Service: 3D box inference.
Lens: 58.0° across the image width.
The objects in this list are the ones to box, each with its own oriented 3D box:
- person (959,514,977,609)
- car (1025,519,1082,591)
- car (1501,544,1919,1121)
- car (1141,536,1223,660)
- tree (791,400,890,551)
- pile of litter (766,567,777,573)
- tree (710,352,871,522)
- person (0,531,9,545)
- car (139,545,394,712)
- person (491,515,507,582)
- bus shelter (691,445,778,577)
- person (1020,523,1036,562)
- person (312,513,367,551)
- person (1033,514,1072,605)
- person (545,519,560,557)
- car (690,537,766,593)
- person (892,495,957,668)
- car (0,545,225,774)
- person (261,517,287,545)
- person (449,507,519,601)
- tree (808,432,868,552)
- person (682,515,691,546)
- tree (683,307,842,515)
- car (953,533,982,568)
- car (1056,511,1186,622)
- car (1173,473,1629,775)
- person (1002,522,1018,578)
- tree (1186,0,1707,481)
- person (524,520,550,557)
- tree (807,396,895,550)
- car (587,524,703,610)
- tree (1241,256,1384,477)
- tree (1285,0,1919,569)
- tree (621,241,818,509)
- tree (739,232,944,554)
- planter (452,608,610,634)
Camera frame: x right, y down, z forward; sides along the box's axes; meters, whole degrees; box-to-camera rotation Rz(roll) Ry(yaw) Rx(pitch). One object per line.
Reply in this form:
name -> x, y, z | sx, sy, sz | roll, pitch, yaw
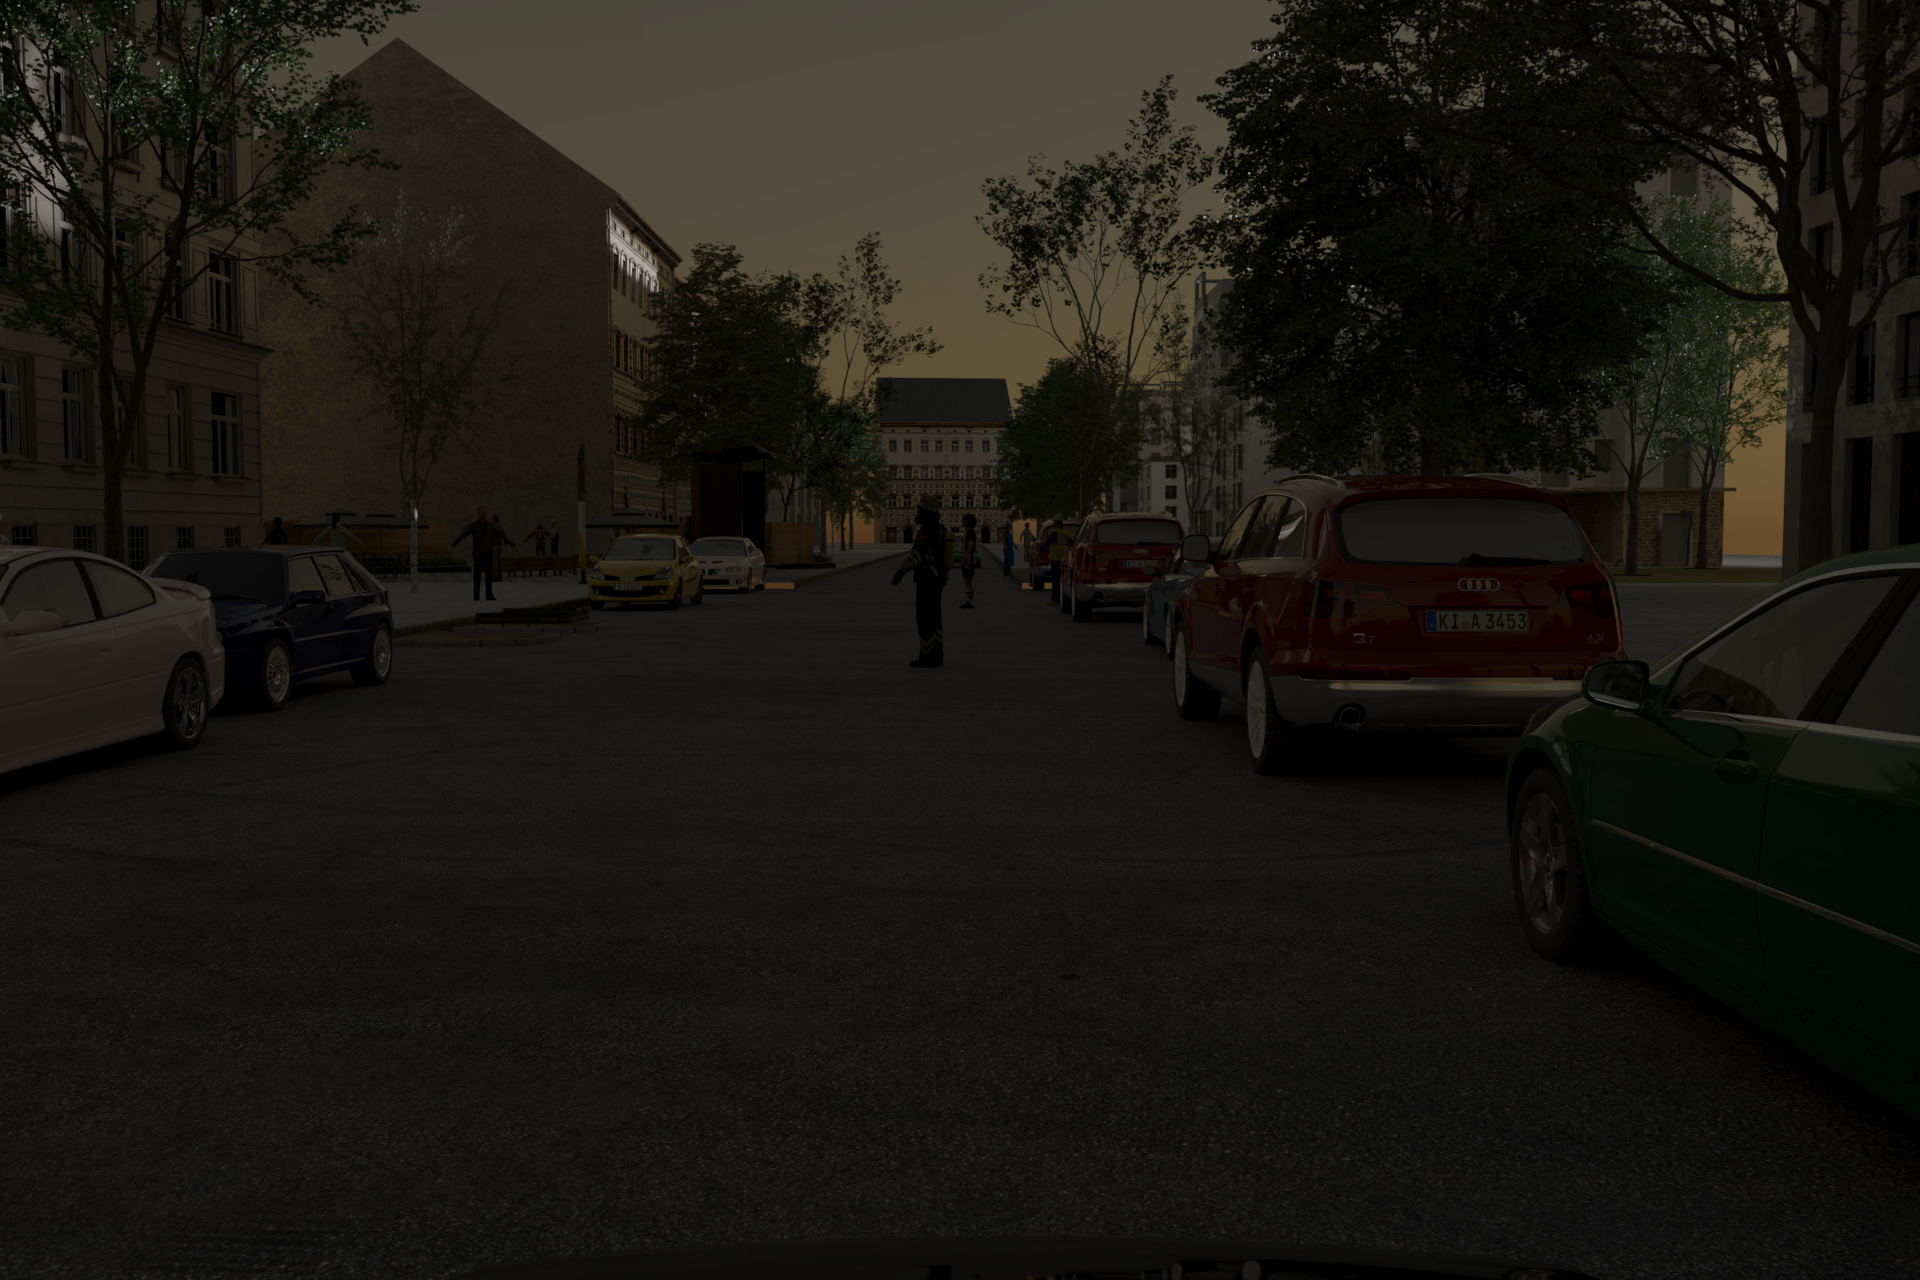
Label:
person -> 0.136, -1.516, 33.390 | 0.704, 1.843, 1.345 | 0, 4, -2
car -> 2.860, -2.245, 45.373 | 2.281, 1.827, 5.304 | 0, 4, 1
car -> 2.872, 0.451, 4.418 | 2.131, 1.459, 4.920 | 0, 4, 0
car -> 3.238, -0.546, 20.923 | 2.014, 1.417, 4.499 | 0, 4, 1
tree -> -8.832, -12.459, 129.456 | 9.928, 11.665, 9.643 | 0, 3, 0
pile of litter -> -6.711, -2.690, 57.941 | 1.176, 0.858, 1.719 | 0, 4, -1
tree -> -9.066, -9.449, 88.910 | 8.767, 10.594, 7.601 | -1, 4, -17
person -> -19.319, -1.556, 34.670 | 0.799, 1.438, 0.628 | 2, 4, 26
car -> -6.348, -0.159, 15.179 | 1.945, 1.354, 3.894 | 0, 4, 0
person -> -12.523, -2.471, 46.670 | 0.705, 1.796, 1.348 | 1, 4, 16
bus shelter -> -6.303, -3.526, 48.928 | 1.731, 3.624, 6.357 | 0, 4, 0
person -> 3.085, -4.445, 78.869 | 0.705, 1.806, 1.347 | 3, 4, 37
person -> -13.418, -1.868, 37.378 | 1.217, 1.735, 0.721 | 0, 4, -2
person -> 1.965, -1.626, 35.009 | 0.705, 1.833, 1.349 | 3, 5, 40
person -> -15.297, -3.630, 65.203 | 0.705, 1.847, 1.347 | 0, 4, 6
car -> -5.970, -1.894, 43.330 | 2.083, 1.381, 4.827 | 0, 4, 1
person -> -0.357, -0.640, 18.701 | 0.705, 1.856, 1.354 | 1, 4, 22
car -> -6.019, 0.135, 10.150 | 2.083, 1.381, 4.827 | 0, 4, 0
person -> -18.716, -2.481, 47.282 | 0.721, 1.740, 1.216 | 1, 4, 10
person -> -9.185, -1.662, 33.356 | 1.348, 1.807, 0.705 | -2, 4, -30
tree -> -8.735, -10.478, 121.685 | 4.737, 8.622, 4.395 | 0, 3, 0
person -> -7.762, -2.647, 49.404 | 0.705, 1.813, 1.348 | 1, 4, 13
tree -> -8.927, -9.324, 78.202 | 9.928, 11.665, 9.643 | 0, 3, 0
car -> -0.017, -4.024, 74.586 | 1.959, 1.807, 4.718 | 0, 4, -1
car -> 2.837, -1.291, 29.776 | 2.281, 1.827, 5.304 | 0, 4, 0
car -> 2.735, -0.193, 11.835 | 2.281, 1.827, 5.304 | 0, 4, -1
person -> 1.599, -2.936, 56.583 | 0.704, 1.817, 1.347 | 1, 4, 19
tree -> 8.907, -7.686, 32.317 | 9.857, 13.997, 8.962 | 0, 3, 0
person -> -17.485, -4.062, 72.183 | 1.354, 1.858, 0.705 | 0, 4, -8
tree -> -9.349, -13.738, 142.747 | 7.486, 12.596, 7.792 | 0, 3, 0
car -> -6.116, -1.446, 33.867 | 2.015, 1.641, 3.980 | 0, 4, 0
tree -> 9.414, -5.798, 45.155 | 4.737, 8.622, 4.395 | 0, 3, 0
tree -> 8.990, -6.569, 17.776 | 12.009, 13.543, 11.850 | 0, 3, 0
tree -> -9.407, -9.182, 68.250 | 7.486, 12.596, 7.792 | 0, 3, 0
tree -> -7.793, -15.465, 108.738 | 12.611, 20.169, 13.585 | 0, 3, 0
planter -> -6.297, -0.284, 25.781 | 1.991, 0.319, 1.994 | 0, 4, 0
